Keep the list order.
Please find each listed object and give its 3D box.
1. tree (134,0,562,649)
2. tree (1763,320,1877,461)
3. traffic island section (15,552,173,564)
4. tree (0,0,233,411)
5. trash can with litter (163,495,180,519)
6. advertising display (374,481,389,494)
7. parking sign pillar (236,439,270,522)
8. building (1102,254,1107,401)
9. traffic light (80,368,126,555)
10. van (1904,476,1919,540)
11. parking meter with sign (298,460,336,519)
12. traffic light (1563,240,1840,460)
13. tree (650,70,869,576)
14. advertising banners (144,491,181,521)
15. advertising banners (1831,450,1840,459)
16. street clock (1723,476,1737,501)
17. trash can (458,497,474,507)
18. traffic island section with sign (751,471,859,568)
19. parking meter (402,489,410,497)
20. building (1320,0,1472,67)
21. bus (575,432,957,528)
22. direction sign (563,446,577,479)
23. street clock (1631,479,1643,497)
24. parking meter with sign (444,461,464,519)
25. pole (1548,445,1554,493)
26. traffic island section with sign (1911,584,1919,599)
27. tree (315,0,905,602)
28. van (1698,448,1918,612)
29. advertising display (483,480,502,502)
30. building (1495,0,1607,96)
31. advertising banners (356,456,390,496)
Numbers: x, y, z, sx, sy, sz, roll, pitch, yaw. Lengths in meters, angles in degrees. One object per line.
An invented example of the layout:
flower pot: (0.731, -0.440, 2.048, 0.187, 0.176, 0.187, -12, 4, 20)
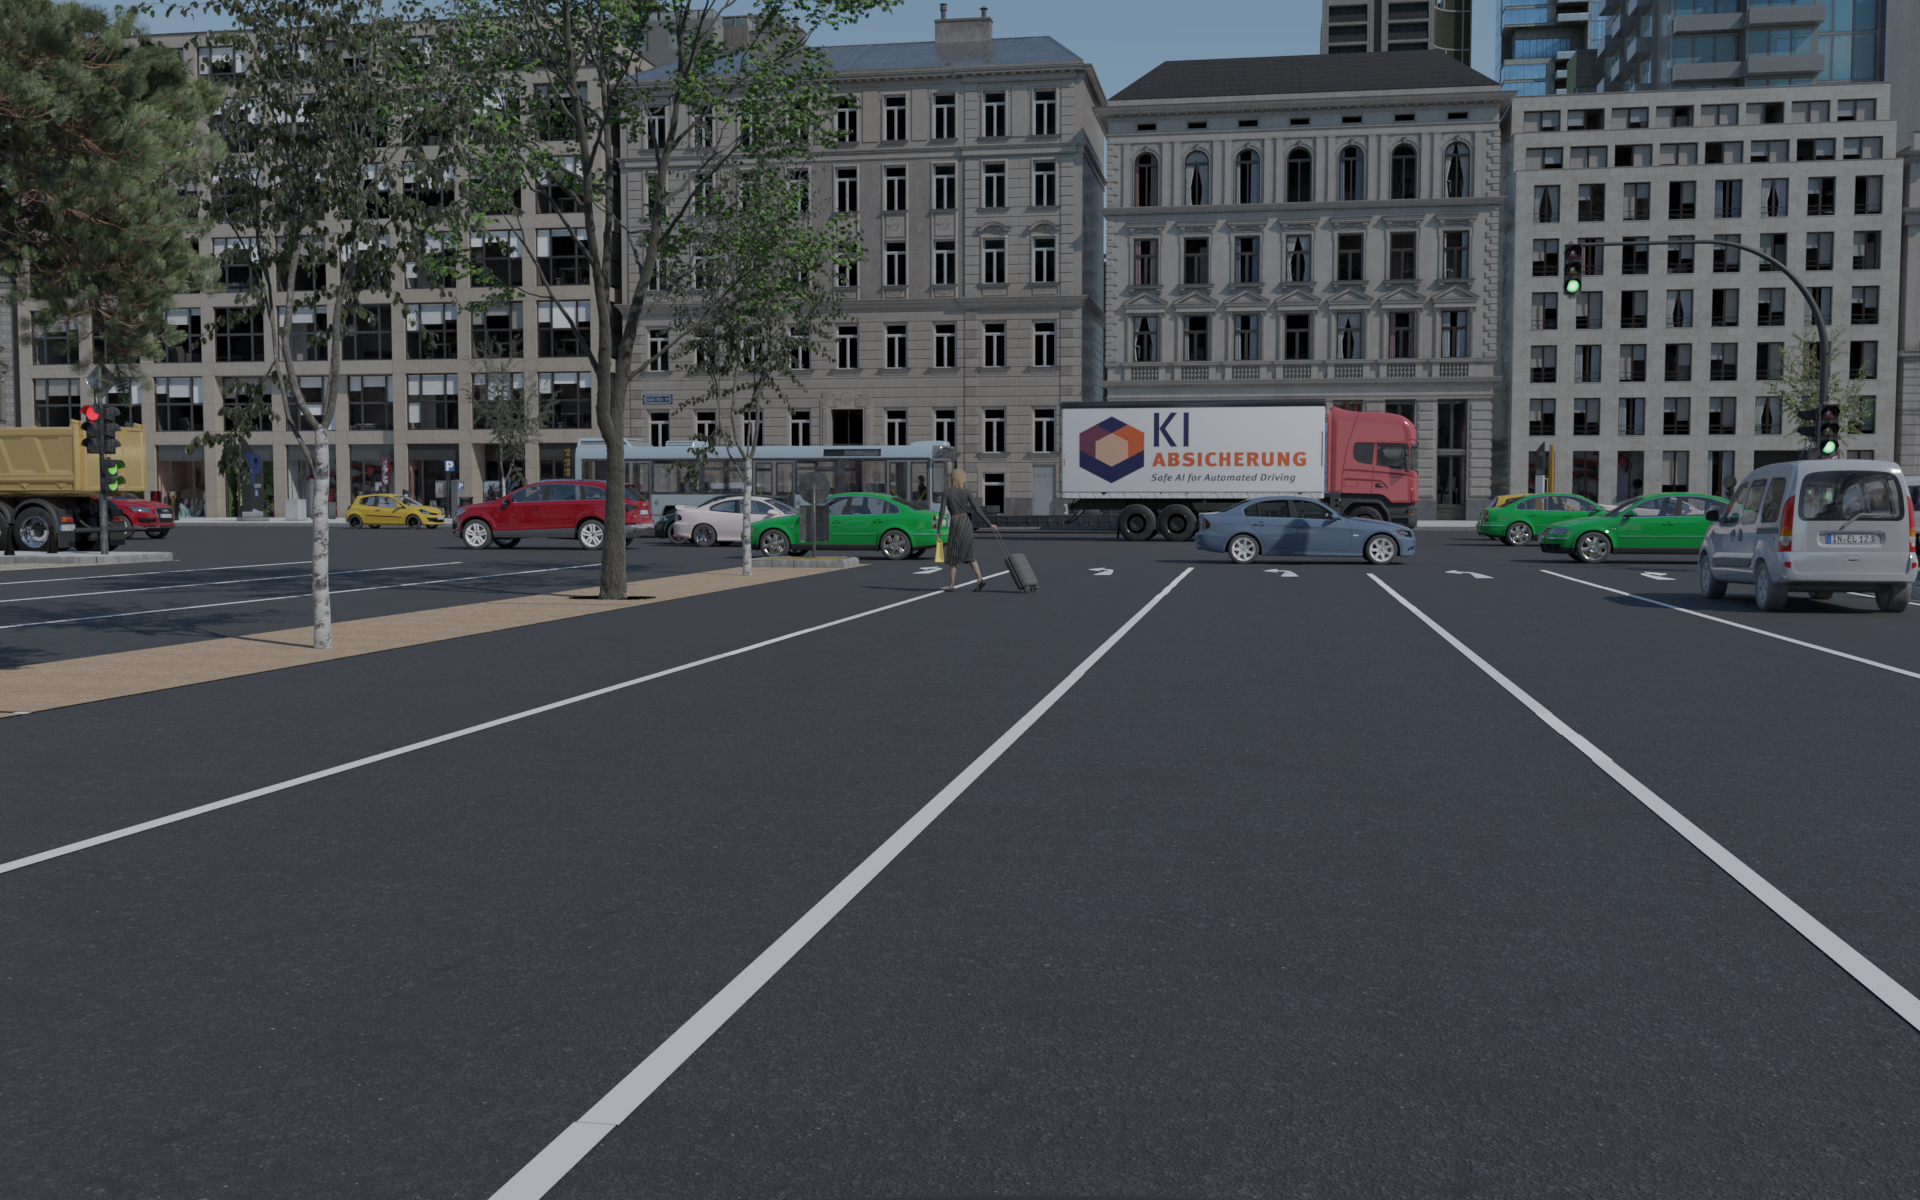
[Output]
tree: (-5.860, -3.862, 15.969, 4.360, 8.622, 3.978, 0, 3, 0)
tree: (36.573, -7.561, 73.980, 4.737, 8.622, 4.395, 0, 3, 0)
traffic island section: (-18.204, -0.890, 36.837, 2.009, 0.180, 2.903, 1, 4, 10)
tree: (-7.327, -5.250, 10.348, 6.751, 12.117, 7.091, 0, 3, 0)
trash can with litter: (-40.298, -4.670, 87.420, 1.678, 1.210, 2.233, 0, 4, -7)
advertising display: (-29.318, -5.052, 87.812, 0.974, 1.923, 0.123, 2, 4, 35)
parking sign pillar: (-33.261, -5.681, 81.359, 1.447, 3.967, 1.447, 0, 4, 3)
building: (13.419, -34.915, 262.736, 23.993, 40.220, 32.217, 1, 4, 10)
traffic light: (-18.167, -2.922, 36.696, 0.839, 4.253, 0.868, 1, 4, 10)
van: (20.812, -1.984, 39.455, 4.112, 2.044, 2.013, 1, 4, 12)
parking meter with sign: (-32.678, -5.614, 88.044, 1.738, 3.016, 0.543, -1, 4, -21)
traffic light: (13.194, -3.444, 30.984, 4.771, 5.953, 1.251, 1, 4, 10)
tree: (-3.698, -4.737, 30.273, 4.360, 8.622, 3.978, 0, 3, 0)
advertising banners: (-38.586, -5.318, 83.145, 2.074, 3.025, 0.090, -2, 4, -26)
advertising banners: (35.599, -4.475, 69.352, 2.074, 3.025, 0.090, -1, 4, -17)
street clock: (30.568, -3.929, 68.804, 0.358, 2.002, 0.471, -2, 4, -30)
trash can: (-23.264, -4.280, 81.623, 0.748, 1.137, 0.748, 0, 3, 0)
traffic island section with sign: (-3.054, -1.605, 34.378, 2.006, 1.907, 1.989, 1, 4, 10)
parking meter: (-41.107, -7.351, 128.602, 0.372, 1.533, 0.369, 0, 3, 0)
building: (61.581, -49.455, 246.842, 20.611, 71.187, 20.563, 1, 4, 10)
bus: (-5.839, -3.780, 56.668, 13.247, 3.499, 2.948, 1, 4, 10)
direction sign: (-18.405, -5.527, 82.357, 0.876, 3.537, 0.379, 0, 4, 3)
street clock: (31.578, -4.662, 80.795, 0.471, 2.002, 0.358, 0, 4, 6)
parking meter with sign: (-26.027, -5.714, 89.685, 0.543, 3.016, 1.738, -3, 5, -45)
pole: (24.505, -4.768, 71.804, 0.158, 3.312, 0.155, 0, 3, 0)
traffic island section with sign: (13.983, -0.906, 23.447, 1.989, 1.847, 2.006, 1, 4, 10)
tree: (-4.620, -5.797, 23.001, 9.928, 11.665, 9.643, 0, 3, 0)
van: (10.873, -0.945, 22.457, 2.013, 2.044, 4.112, 1, 4, 9)
advertising display: (-22.023, -4.670, 81.576, 0.974, 1.923, 0.123, 1, 4, 20)
building: (87.015, -56.829, 241.820, 31.000, 86.520, 22.319, 1, 4, 10)
advertising banners: (-26.934, -5.095, 79.498, 2.074, 3.025, 0.090, 2, 4, 25)
